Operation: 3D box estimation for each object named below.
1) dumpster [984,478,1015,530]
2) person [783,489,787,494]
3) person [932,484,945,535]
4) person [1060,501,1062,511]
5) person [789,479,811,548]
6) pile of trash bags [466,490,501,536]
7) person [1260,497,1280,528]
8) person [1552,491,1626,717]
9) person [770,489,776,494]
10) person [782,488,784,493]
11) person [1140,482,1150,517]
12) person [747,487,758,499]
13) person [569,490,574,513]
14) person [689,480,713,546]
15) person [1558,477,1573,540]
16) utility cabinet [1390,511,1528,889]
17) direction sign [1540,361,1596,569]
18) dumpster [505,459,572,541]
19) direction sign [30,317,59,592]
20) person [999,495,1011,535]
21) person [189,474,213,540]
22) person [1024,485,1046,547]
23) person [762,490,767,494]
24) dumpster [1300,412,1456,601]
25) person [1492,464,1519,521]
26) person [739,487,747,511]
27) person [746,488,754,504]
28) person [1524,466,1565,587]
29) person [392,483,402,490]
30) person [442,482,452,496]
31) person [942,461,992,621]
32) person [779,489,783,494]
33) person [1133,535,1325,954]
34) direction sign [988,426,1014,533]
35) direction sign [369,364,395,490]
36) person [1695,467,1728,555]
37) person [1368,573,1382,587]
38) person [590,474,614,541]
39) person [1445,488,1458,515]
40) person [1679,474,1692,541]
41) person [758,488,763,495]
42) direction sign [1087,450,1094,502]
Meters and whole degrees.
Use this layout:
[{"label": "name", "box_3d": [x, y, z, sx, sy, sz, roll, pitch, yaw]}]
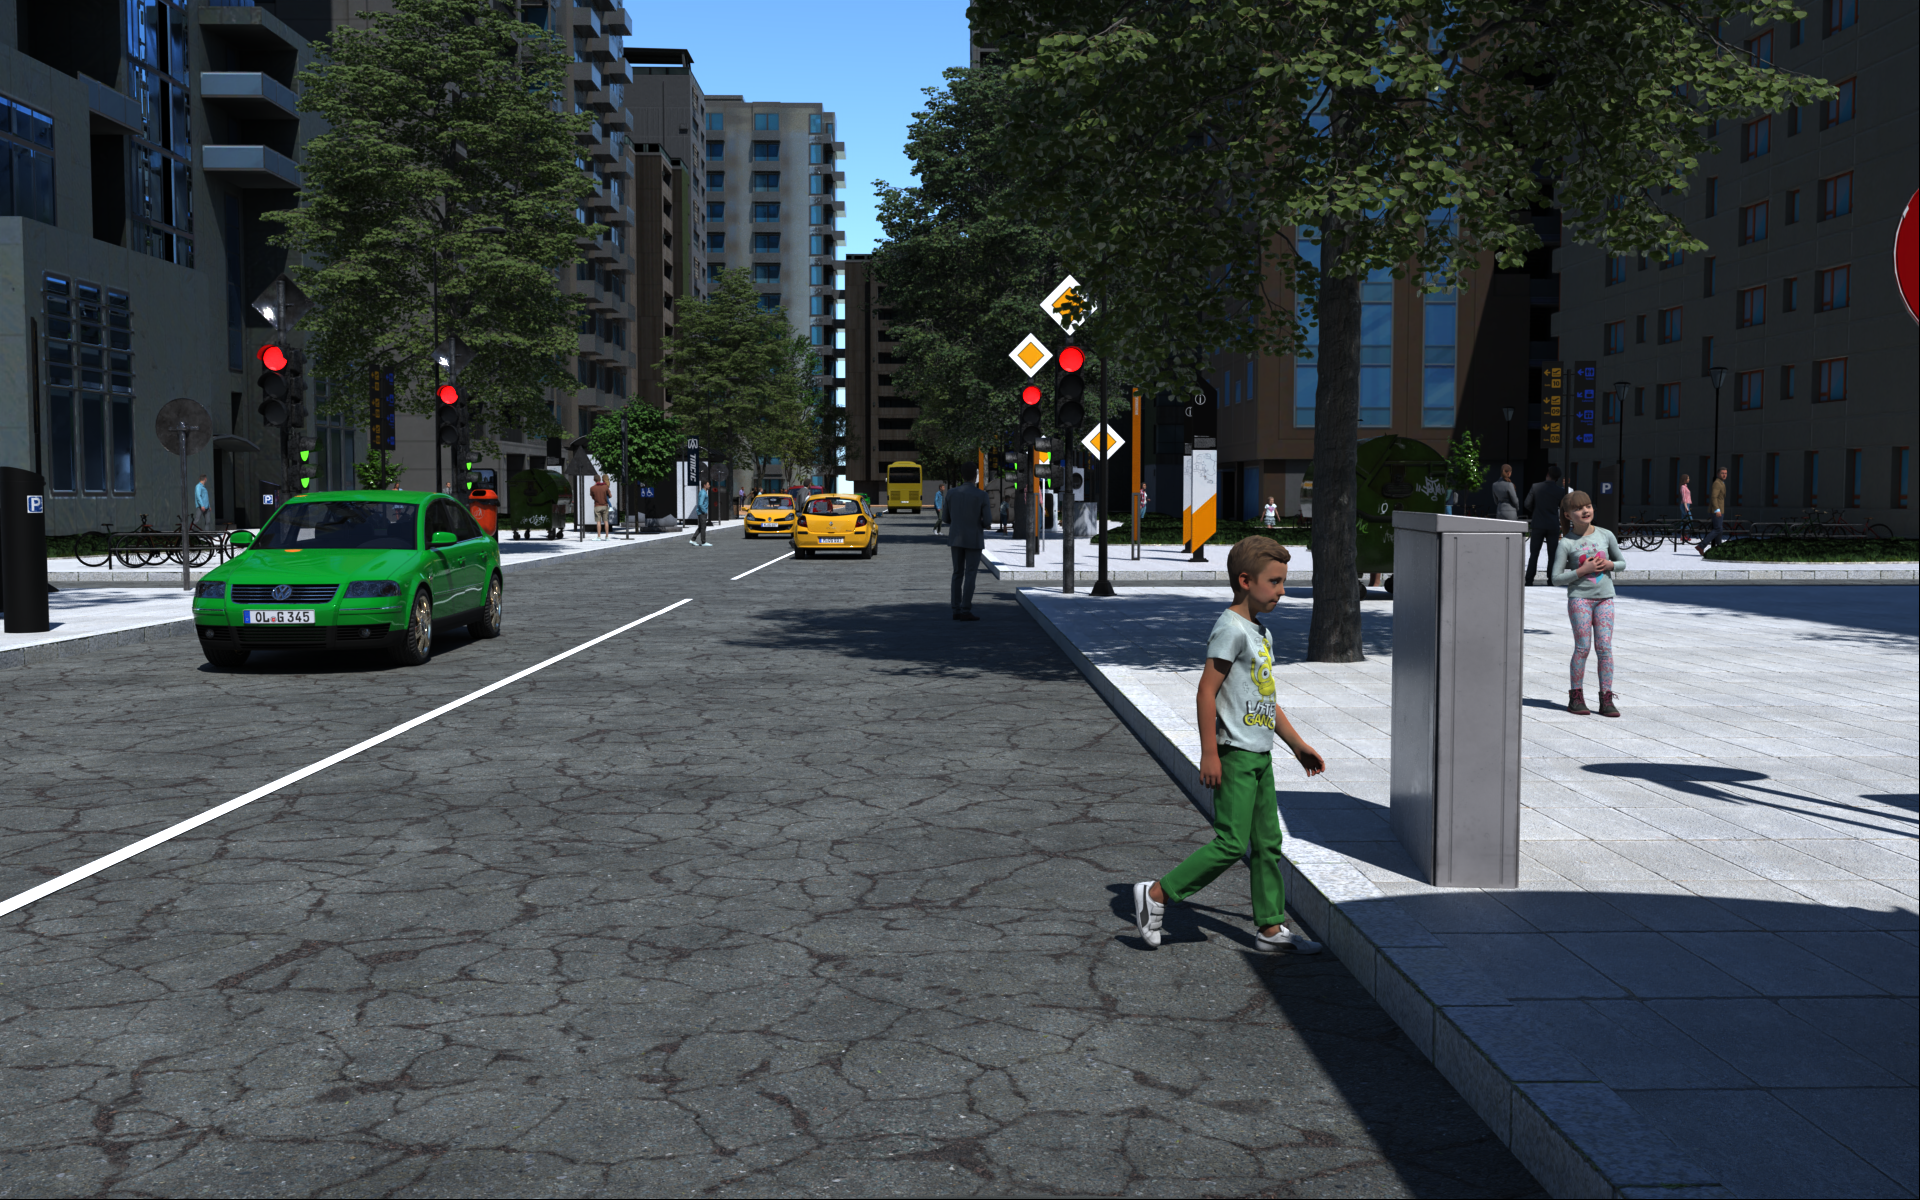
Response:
[{"label": "dumpster", "box_3d": [1.512, -3.451, 62.186, 1.264, 1.857, 1.865, 0, 4, -1]}, {"label": "person", "box_3d": [-14.423, -8.345, 143.410, 0.541, 1.710, 0.530, 2, 4, 30]}, {"label": "person", "box_3d": [-0.731, -3.135, 60.094, 0.444, 1.785, 0.601, 2, 4, 31]}, {"label": "person", "box_3d": [6.218, -6.060, 105.373, 0.529, 1.795, 0.600, -2, 4, -35]}, {"label": "person", "box_3d": [-4.055, -2.241, 45.242, 0.850, 1.850, 0.679, 0, 4, 1]}, {"label": "pile of trash bags", "box_3d": [-10.754, -1.524, 34.662, 3.447, 1.369, 1.912, 1, 4, 16]}, {"label": "person", "box_3d": [8.281, -2.150, 46.214, 0.505, 1.210, 0.382, -1, 4, -20]}, {"label": "person", "box_3d": [3.681, 0.015, 10.073, 0.425, 1.301, 0.394, -1, 4, -15]}, {"label": "person", "box_3d": [-17.674, -9.612, 163.641, 0.683, 1.767, 0.568, 1, 4, 8]}, {"label": "person", "box_3d": [-17.084, -9.889, 167.747, 1.348, 1.821, 0.705, 3, 5, 43]}, {"label": "person", "box_3d": [6.878, -3.601, 65.756, 0.643, 1.720, 0.563, 2, 4, 29]}, {"label": "person", "box_3d": [-14.925, -7.372, 126.596, 1.348, 1.822, 0.705, 1, 4, 21]}, {"label": "person", "box_3d": [-23.119, -5.876, 102.213, 0.694, 1.812, 0.767, 0, 4, -2]}, {"label": "person", "box_3d": [-7.169, -2.406, 47.863, 0.620, 1.820, 0.660, -1, 4, -16]}, {"label": "person", "box_3d": [16.676, -2.519, 47.801, 0.480, 1.755, 0.524, 1, 4, 15]}, {"label": "utility cabinet", "box_3d": [1.742, 0.309, 6.108, 0.306, 1.237, 1.020, 0, 4, 6]}, {"label": "direction sign", "box_3d": [10.354, -2.296, 29.542, 0.876, 3.537, 0.379, 1, 4, 11]}, {"label": "dumpster", "box_3d": [-11.762, -2.805, 48.348, 1.502, 2.255, 1.985, 0, 4, -1]}, {"label": "direction sign", "box_3d": [-12.020, -1.871, 22.584, 0.379, 3.537, 0.876, -2, 4, -25]}, {"label": "person", "box_3d": [1.399, -2.641, 53.907, 0.352, 1.250, 0.332, 0, 4, -6]}, {"label": "person", "box_3d": [-21.070, -2.578, 48.051, 0.748, 1.841, 0.638, 0, 4, 6]}, {"label": "person", "box_3d": [1.823, -2.192, 41.885, 0.555, 1.821, 0.388, 2, 4, 26]}, {"label": "person", "box_3d": [-19.261, -9.994, 170.267, 1.217, 1.723, 0.721, -3, 5, -44]}, {"label": "dumpster", "box_3d": [5.165, -1.161, 21.476, 1.502, 2.255, 1.985, 0, 4, -1]}, {"label": "person", "box_3d": [9.421, -1.433, 29.743, 0.573, 1.790, 0.520, -3, 5, -41]}, {"label": "person", "box_3d": [-16.563, -7.741, 132.469, 0.599, 1.838, 0.709, 2, 4, 28]}, {"label": "person", "box_3d": [-18.826, -9.269, 157.594, 1.348, 1.823, 0.705, 0, 4, 3]}, {"label": "person", "box_3d": [8.725, -1.078, 25.928, 0.655, 1.846, 0.447, 1, 4, 13]}, {"label": "person", "box_3d": [-25.146, -4.352, 77.296, 0.616, 1.811, 0.778, -2, 4, -25]}, {"label": "person", "box_3d": [-22.349, -4.250, 75.624, 0.694, 1.812, 0.767, -3, 5, -44]}, {"label": "person", "box_3d": [0.115, -0.672, 19.694, 0.606, 1.804, 0.583, 1, 4, 17]}, {"label": "person", "box_3d": [-16.965, -9.706, 165.262, 1.217, 1.766, 0.721, -3, 4, -37]}, {"label": "person", "box_3d": [0.842, 0.449, 5.407, 0.590, 1.304, 0.306, 1, 4, 10]}, {"label": "direction sign", "box_3d": [1.373, -4.019, 57.713, 0.876, 3.537, 0.379, 0, 4, -3]}, {"label": "direction sign", "box_3d": [-10.172, -2.359, 30.561, 0.379, 3.537, 0.876, 0, 4, 8]}, {"label": "person", "box_3d": [15.541, -1.813, 35.598, 0.836, 1.842, 0.656, 0, 4, -8]}, {"label": "person", "box_3d": [6.001, -1.003, 25.476, 0.524, 1.755, 0.480, 0, 4, -8]}, {"label": "person", "box_3d": [-9.780, -2.531, 47.403, 0.573, 1.828, 0.580, 2, 4, 26]}, {"label": "person", "box_3d": [17.856, -3.483, 63.341, 0.721, 1.781, 0.623, 0, 4, 5]}, {"label": "person", "box_3d": [19.718, -2.508, 47.055, 0.388, 1.821, 0.555, 1, 4, 12]}, {"label": "person", "box_3d": [-9.959, -4.806, 86.431, 0.330, 1.601, 0.589, 0, 4, 7]}, {"label": "direction sign", "box_3d": [4.616, -4.237, 61.275, 0.379, 3.537, 0.876, 1, 4, 18]}]
